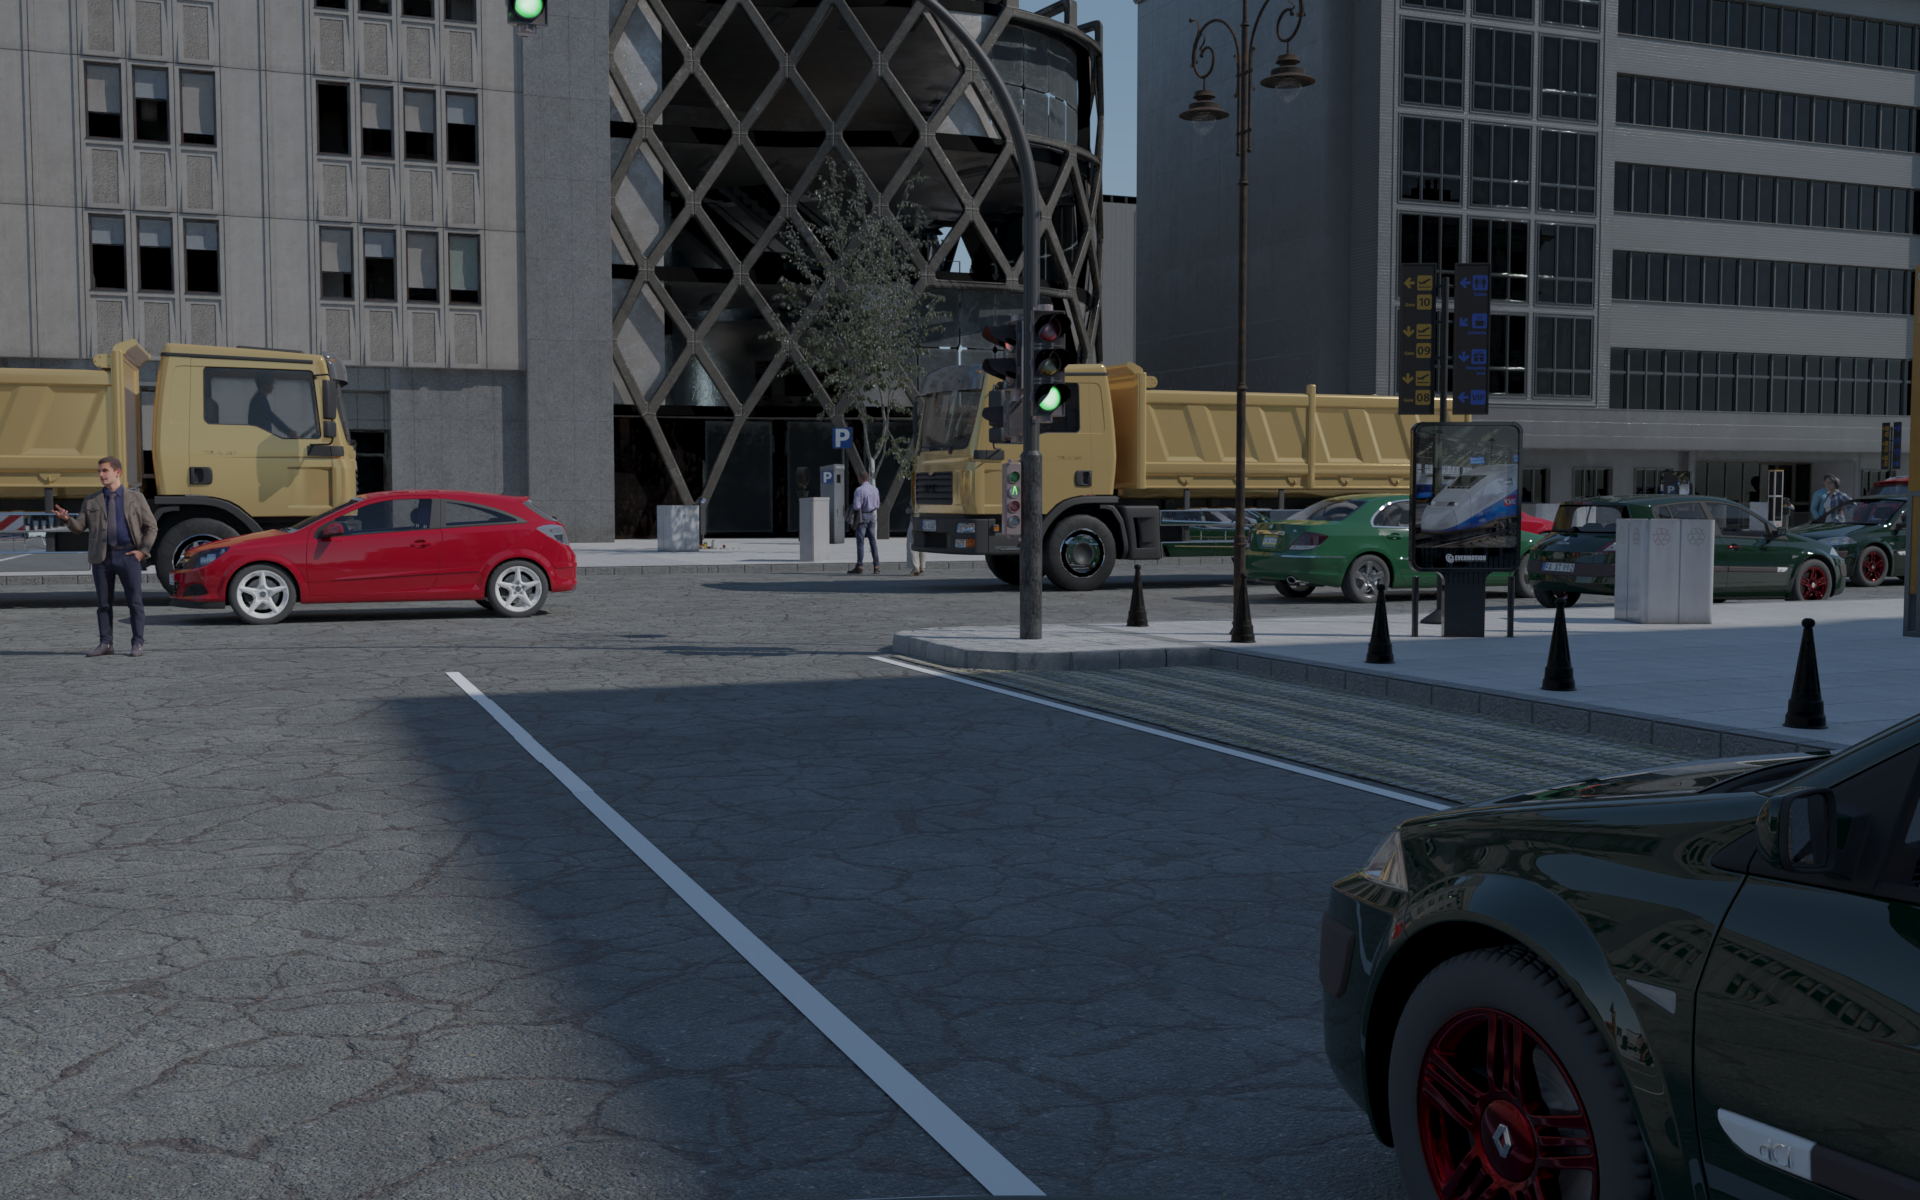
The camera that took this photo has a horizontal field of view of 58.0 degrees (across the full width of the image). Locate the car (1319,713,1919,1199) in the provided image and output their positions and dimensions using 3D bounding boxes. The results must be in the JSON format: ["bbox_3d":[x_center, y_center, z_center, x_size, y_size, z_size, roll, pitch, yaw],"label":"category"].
[{"bbox_3d":[2.184,0.466,2.171,2.009,1.686,4.222,-2,4,-24],"label":"car"}]

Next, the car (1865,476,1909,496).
[{"bbox_3d":[20.147,-1.566,34.281,5.304,1.827,2.281,-1,4,-21],"label":"car"}]

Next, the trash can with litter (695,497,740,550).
[{"bbox_3d":[-5.999,-1.828,40.951,1.678,1.210,2.233,0,4,-4],"label":"trash can with litter"}]

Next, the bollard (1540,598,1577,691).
[{"bbox_3d":[3.928,0.287,11.346,0.229,0.601,0.229,0,3,0],"label":"bollard"}]

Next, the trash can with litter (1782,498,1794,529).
[{"bbox_3d":[26.324,-2.728,55.987,1.055,1.170,0.624,0,4,-6],"label":"trash can with litter"}]

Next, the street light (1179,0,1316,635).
[{"bbox_3d":[2.545,-2.620,15.623,0.468,5.910,1.993,-1,4,-22],"label":"street light"}]

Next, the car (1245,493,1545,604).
[{"bbox_3d":[6.245,-0.746,23.989,4.920,1.459,2.131,-2,4,-24],"label":"car"}]

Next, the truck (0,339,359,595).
[{"bbox_3d":[-12.080,-1.621,22.432,9.791,3.379,3.469,-1,4,-21],"label":"truck"}]

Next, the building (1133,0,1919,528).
[{"bbox_3d":[23.220,-15.076,65.565,30.058,24.678,14.314,-1,4,-22],"label":"building"}]

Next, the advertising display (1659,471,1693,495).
[{"bbox_3d":[19.997,-2.641,48.400,0.123,1.923,0.974,-2,4,-33],"label":"advertising display"}]

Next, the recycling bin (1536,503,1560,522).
[{"bbox_3d":[15.392,-1.983,44.973,0.722,1.027,0.722,0,4,6],"label":"recycling bin"}]

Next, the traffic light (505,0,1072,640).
[{"bbox_3d":[-1.313,-2.426,14.330,4.771,5.953,1.251,-1,4,-22],"label":"traffic light"}]

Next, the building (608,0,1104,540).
[{"bbox_3d":[-4.216,-11.543,56.178,16.811,18.784,16.820,-1,4,-22],"label":"building"}]

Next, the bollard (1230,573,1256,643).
[{"bbox_3d":[2.451,0.065,14.983,0.229,0.601,0.229,0,3,0],"label":"bollard"}]

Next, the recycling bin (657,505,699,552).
[{"bbox_3d":[-6.295,-1.597,38.673,0.722,1.027,0.722,-2,4,-34],"label":"recycling bin"}]

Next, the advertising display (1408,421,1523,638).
[{"bbox_3d":[4.510,-0.628,15.477,0.974,1.923,0.123,0,4,2],"label":"advertising display"}]

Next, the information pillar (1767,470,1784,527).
[{"bbox_3d":[24.998,-2.974,53.111,0.304,2.012,0.304,-1,4,-13],"label":"information pillar"}]

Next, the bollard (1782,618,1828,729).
[{"bbox_3d":[4.660,0.398,9.530,0.229,0.601,0.229,0,3,0],"label":"bollard"}]

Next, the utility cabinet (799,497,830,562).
[{"bbox_3d":[-2.797,-1.350,33.235,0.306,1.237,1.020,1,4,13],"label":"utility cabinet"}]

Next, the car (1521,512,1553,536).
[{"bbox_3d":[10.118,-1.569,34.692,4.494,1.783,2.155,-1,4,-22],"label":"car"}]

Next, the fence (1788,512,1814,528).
[{"bbox_3d":[27.671,-2.526,56.669,0.278,0.683,2.069,-1,4,-18],"label":"fence"}]

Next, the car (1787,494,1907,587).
[{"bbox_3d":[14.861,-1.101,27.786,4.222,1.686,2.009,-1,4,-21],"label":"car"}]

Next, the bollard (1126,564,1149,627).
[{"bbox_3d":[1.721,-0.046,16.795,0.229,0.601,0.229,0,3,0],"label":"bollard"}]

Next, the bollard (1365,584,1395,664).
[{"bbox_3d":[3.196,0.176,13.159,0.229,0.601,0.229,0,3,0],"label":"bollard"}]

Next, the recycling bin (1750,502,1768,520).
[{"bbox_3d":[25.112,-2.545,54.161,0.722,1.027,0.722,2,4,30],"label":"recycling bin"}]

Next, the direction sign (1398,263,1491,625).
[{"bbox_3d":[4.760,-1.534,17.077,0.876,3.537,0.379,0,4,2],"label":"direction sign"}]

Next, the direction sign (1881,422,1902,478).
[{"bbox_3d":[29.317,-3.828,54.579,0.379,3.537,0.876,-1,4,-9],"label":"direction sign"}]

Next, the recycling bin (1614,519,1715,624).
[{"bbox_3d":[7.059,-0.295,17.380,0.722,1.027,0.722,0,4,-2],"label":"recycling bin"}]

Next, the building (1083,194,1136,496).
[{"bbox_3d":[9.919,-24.248,168.153,14.107,30.474,14.160,-1,4,-22],"label":"building"}]

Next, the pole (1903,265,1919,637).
[{"bbox_3d":[8.608,-1.324,15.492,0.158,3.312,0.155,0,3,0],"label":"pole"}]

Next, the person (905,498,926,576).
[{"bbox_3d":[-0.766,-1.303,30.349,0.362,1.759,0.519,2,4,30],"label":"person"}]

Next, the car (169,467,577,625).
[{"bbox_3d":[-6.774,-0.683,20.208,4.494,1.783,2.155,-2,4,-23],"label":"car"}]

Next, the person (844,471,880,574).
[{"bbox_3d":[-1.772,-1.391,31.107,0.709,1.838,0.599,-3,5,-41],"label":"person"}]

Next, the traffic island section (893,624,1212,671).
[{"bbox_3d":[0.634,0.422,15.377,2.009,0.180,2.903,-1,4,-22],"label":"traffic island section"}]

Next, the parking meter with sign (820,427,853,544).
[{"bbox_3d":[-3.316,-2.957,44.610,0.543,3.016,1.738,1,4,18],"label":"parking meter with sign"}]

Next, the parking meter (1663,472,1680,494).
[{"bbox_3d":[18.839,-2.457,45.883,0.399,1.863,0.255,1,4,23],"label":"parking meter"}]

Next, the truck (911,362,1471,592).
[{"bbox_3d":[3.308,-1.916,27.257,9.791,3.379,3.469,-1,4,-22],"label":"truck"}]

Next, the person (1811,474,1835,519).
[{"bbox_3d":[16.929,-1.550,33.856,0.660,1.820,0.620,-1,4,-13],"label":"person"}]

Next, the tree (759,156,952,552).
[{"bbox_3d":[-2.020,-5.335,37.591,4.360,8.622,3.978,0,3,0],"label":"tree"}]

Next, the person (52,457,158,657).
[{"bbox_3d":[-7.474,-0.375,15.162,0.617,1.759,0.750,0,4,2],"label":"person"}]

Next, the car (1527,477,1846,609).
[{"bbox_3d":[9.010,-0.714,21.467,4.222,1.686,2.009,-2,4,-23],"label":"car"}]

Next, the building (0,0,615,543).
[{"bbox_3d":[-20.571,-13.992,46.799,19.932,24.808,12.078,-1,4,-22],"label":"building"}]

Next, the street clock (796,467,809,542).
[{"bbox_3d":[-4.251,-2.583,46.798,0.358,2.002,0.471,1,4,13],"label":"street clock"}]

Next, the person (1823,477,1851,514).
[{"bbox_3d":[15.360,-1.296,30.405,0.376,1.734,0.841,0,4,4],"label":"person"}]
